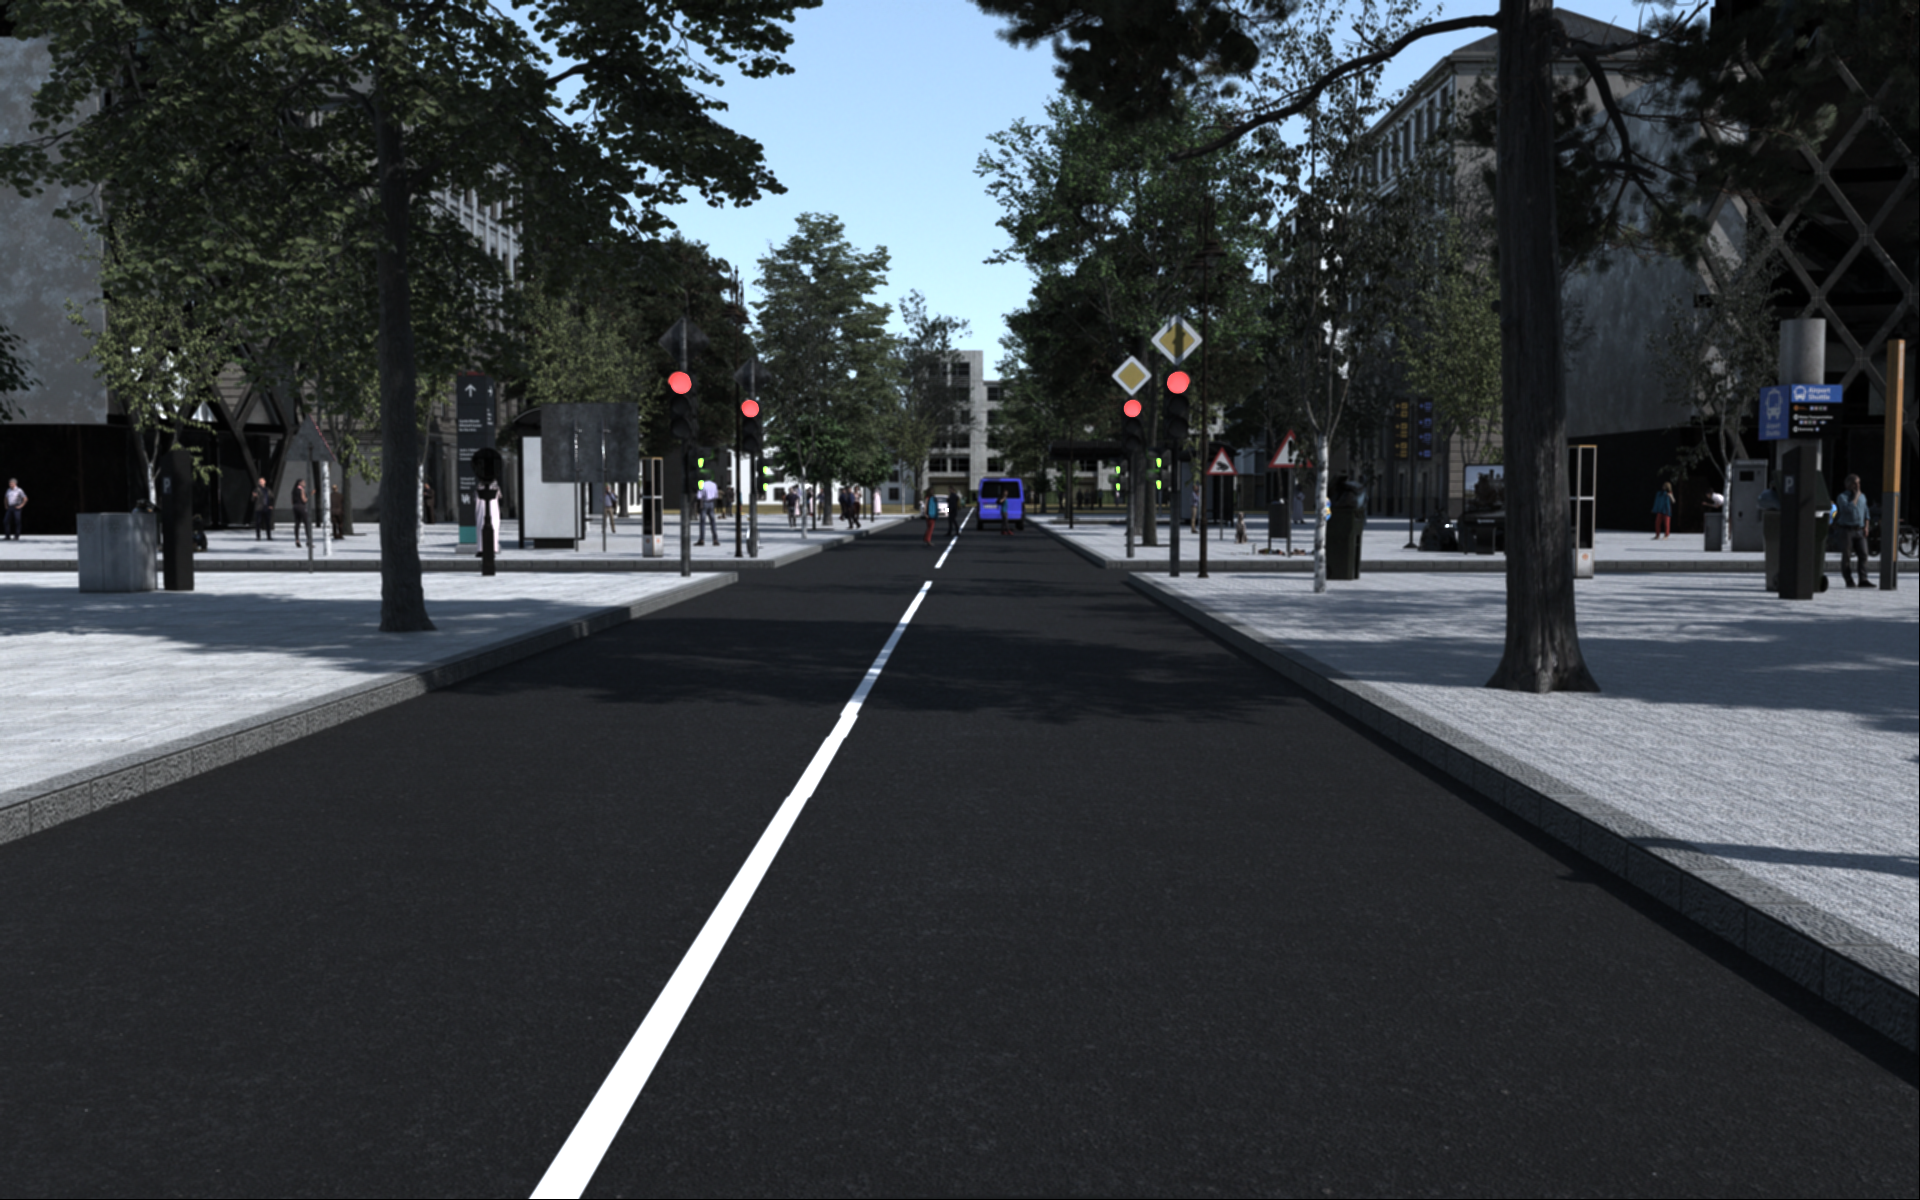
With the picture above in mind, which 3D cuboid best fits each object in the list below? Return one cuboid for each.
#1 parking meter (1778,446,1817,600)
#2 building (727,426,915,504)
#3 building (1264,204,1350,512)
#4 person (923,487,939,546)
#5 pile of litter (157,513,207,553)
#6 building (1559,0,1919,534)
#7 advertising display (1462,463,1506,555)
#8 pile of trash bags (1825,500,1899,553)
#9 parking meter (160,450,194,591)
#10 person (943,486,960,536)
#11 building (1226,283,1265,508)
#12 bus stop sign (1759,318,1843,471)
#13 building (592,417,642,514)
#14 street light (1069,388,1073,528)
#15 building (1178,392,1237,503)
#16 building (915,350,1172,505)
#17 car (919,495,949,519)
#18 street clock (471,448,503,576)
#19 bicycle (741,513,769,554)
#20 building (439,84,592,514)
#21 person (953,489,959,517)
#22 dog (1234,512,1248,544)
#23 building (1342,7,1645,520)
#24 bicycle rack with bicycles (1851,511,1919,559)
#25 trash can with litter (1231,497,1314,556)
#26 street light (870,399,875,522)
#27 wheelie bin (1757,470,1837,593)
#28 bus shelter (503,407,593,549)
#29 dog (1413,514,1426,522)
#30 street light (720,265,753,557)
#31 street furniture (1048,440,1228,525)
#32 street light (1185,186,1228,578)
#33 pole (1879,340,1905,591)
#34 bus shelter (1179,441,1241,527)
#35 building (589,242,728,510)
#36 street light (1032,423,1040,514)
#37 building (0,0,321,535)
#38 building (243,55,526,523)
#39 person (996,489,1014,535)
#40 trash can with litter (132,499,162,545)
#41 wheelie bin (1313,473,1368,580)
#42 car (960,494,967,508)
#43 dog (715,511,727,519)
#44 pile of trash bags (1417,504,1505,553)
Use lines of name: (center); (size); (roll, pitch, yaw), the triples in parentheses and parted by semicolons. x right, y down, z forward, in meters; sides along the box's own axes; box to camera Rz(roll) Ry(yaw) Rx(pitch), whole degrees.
parking meter: (10.204, -0.942, 21.107); (0.255, 1.863, 0.399); (0, 4, -5)
building: (-19.530, -16.874, 218.029); (28.070, 9.664, 9.099); (0, 4, 1)
building: (37.943, -17.998, 138.244); (27.936, 21.610, 32.646); (0, 4, 1)
person: (-0.813, -2.324, 48.196); (0.593, 1.614, 0.444); (-3, 4, -36)
pile of litter: (-17.240, -1.493, 38.377); (1.176, 0.858, 1.719); (0, 4, -7)
building: (31.769, -11.828, 60.835); (16.811, 18.784, 16.820); (0, 4, 1)
advertising display: (11.118, -1.920, 36.605); (0.974, 1.923, 0.123); (2, 4, 35)
pile of trash bags: (19.554, -1.811, 39.355); (1.912, 1.369, 3.447); (-1, 4, -13)
parking meter: (-10.391, -1.056, 22.980); (0.399, 1.863, 0.255); (3, 5, 39)
person: (-0.283, -3.032, 58.997); (0.530, 1.710, 0.541); (0, 4, -7)
building: (32.865, -18.613, 160.740); (16.016, 20.091, 11.380); (0, 4, 1)
bus stop sign: (12.746, -2.281, 26.308); (0.837, 3.901, 0.837); (0, 4, -5)
building: (-27.120, -11.173, 124.819); (9.099, 9.664, 28.070); (0, 4, 1)
street light: (4.159, -5.615, 64.600); (0.468, 5.910, 1.993); (0, 4, 1)
building: (42.498, -21.655, 220.512); (31.486, 18.905, 16.747); (0, 4, 1)
building: (10.290, -21.683, 220.977); (31.486, 18.905, 16.747); (0, 4, 1)
car: (-1.297, -5.347, 99.782); (2.083, 1.381, 4.827); (0, 4, 1)
street clock: (-7.416, -1.383, 27.183); (0.471, 2.002, 0.358); (-1, 4, -20)
bicycle: (-4.482, -1.481, 37.440); (0.635, 0.972, 1.543); (0, 4, 2)
building: (-29.653, -16.639, 101.727); (12.332, 23.373, 15.834); (0, 4, 1)
person: (-0.413, -5.937, 106.271); (0.504, 1.737, 0.576); (2, 4, 28)
dog: (7.409, -1.872, 44.990); (0.800, 0.831, 0.513); (-2, 4, -33)
building: (29.788, -18.294, 96.378); (12.463, 27.353, 25.104); (0, 4, 1)
bicycle rack with bicycles: (19.296, -1.344, 35.353); (2.925, 0.926, 2.852); (-1, 4, -18)
trash can with litter: (6.943, -1.551, 36.418); (1.678, 1.210, 2.233); (-3, 5, -40)
street light: (-4.039, -6.533, 79.595); (0.468, 5.910, 1.993); (0, 4, 1)
wheelie bin: (10.933, -0.907, 22.737); (0.980, 1.594, 0.693); (0, 4, 1)
bus shelter: (-9.541, -2.998, 42.945); (2.014, 3.302, 5.546); (0, 4, 1)
dog: (20.754, -3.691, 78.080); (0.550, 0.427, 0.748); (-3, 5, -41)
street light: (-4.512, -3.813, 35.131); (0.468, 5.910, 1.993); (0, 4, 1)
street furniture: (7.582, -5.087, 75.278); (7.346, 3.524, 5.398); (0, 4, 1)
street light: (3.729, -3.279, 26.393); (0.468, 5.910, 1.993); (0, 4, 1)
pole: (12.382, -1.784, 23.006); (0.158, 3.312, 0.155); (0, 3, 0)
bus shelter: (9.828, -4.604, 69.207); (2.014, 3.302, 5.546); (0, 4, 1)
building: (-38.592, -18.996, 154.562); (32.646, 21.610, 27.936); (0, 4, 1)
street light: (4.747, -8.335, 109.063); (0.468, 5.910, 1.993); (0, 4, 1)
building: (-32.392, -11.886, 61.790); (16.820, 18.784, 16.811); (0, 4, 1)
building: (-28.217, -14.410, 84.762); (9.793, 20.994, 18.267); (0, 4, 1)
person: (1.585, -3.103, 61.108); (0.662, 1.594, 0.647); (0, 4, 6)
trash can with litter: (-18.720, -1.779, 40.466); (0.624, 1.170, 1.055); (3, 4, 36)
wheelie bin: (5.727, -1.108, 26.030); (0.693, 1.594, 0.980); (2, 4, 28)
car: (-0.352, -10.461, 182.829); (2.131, 1.459, 4.920); (0, 3, 0)
dog: (-12.387, -4.399, 89.652); (0.748, 0.427, 0.550); (-1, 4, -18)
pile of trash bags: (12.146, -1.782, 38.882); (3.447, 1.369, 1.912); (-1, 4, -21)
